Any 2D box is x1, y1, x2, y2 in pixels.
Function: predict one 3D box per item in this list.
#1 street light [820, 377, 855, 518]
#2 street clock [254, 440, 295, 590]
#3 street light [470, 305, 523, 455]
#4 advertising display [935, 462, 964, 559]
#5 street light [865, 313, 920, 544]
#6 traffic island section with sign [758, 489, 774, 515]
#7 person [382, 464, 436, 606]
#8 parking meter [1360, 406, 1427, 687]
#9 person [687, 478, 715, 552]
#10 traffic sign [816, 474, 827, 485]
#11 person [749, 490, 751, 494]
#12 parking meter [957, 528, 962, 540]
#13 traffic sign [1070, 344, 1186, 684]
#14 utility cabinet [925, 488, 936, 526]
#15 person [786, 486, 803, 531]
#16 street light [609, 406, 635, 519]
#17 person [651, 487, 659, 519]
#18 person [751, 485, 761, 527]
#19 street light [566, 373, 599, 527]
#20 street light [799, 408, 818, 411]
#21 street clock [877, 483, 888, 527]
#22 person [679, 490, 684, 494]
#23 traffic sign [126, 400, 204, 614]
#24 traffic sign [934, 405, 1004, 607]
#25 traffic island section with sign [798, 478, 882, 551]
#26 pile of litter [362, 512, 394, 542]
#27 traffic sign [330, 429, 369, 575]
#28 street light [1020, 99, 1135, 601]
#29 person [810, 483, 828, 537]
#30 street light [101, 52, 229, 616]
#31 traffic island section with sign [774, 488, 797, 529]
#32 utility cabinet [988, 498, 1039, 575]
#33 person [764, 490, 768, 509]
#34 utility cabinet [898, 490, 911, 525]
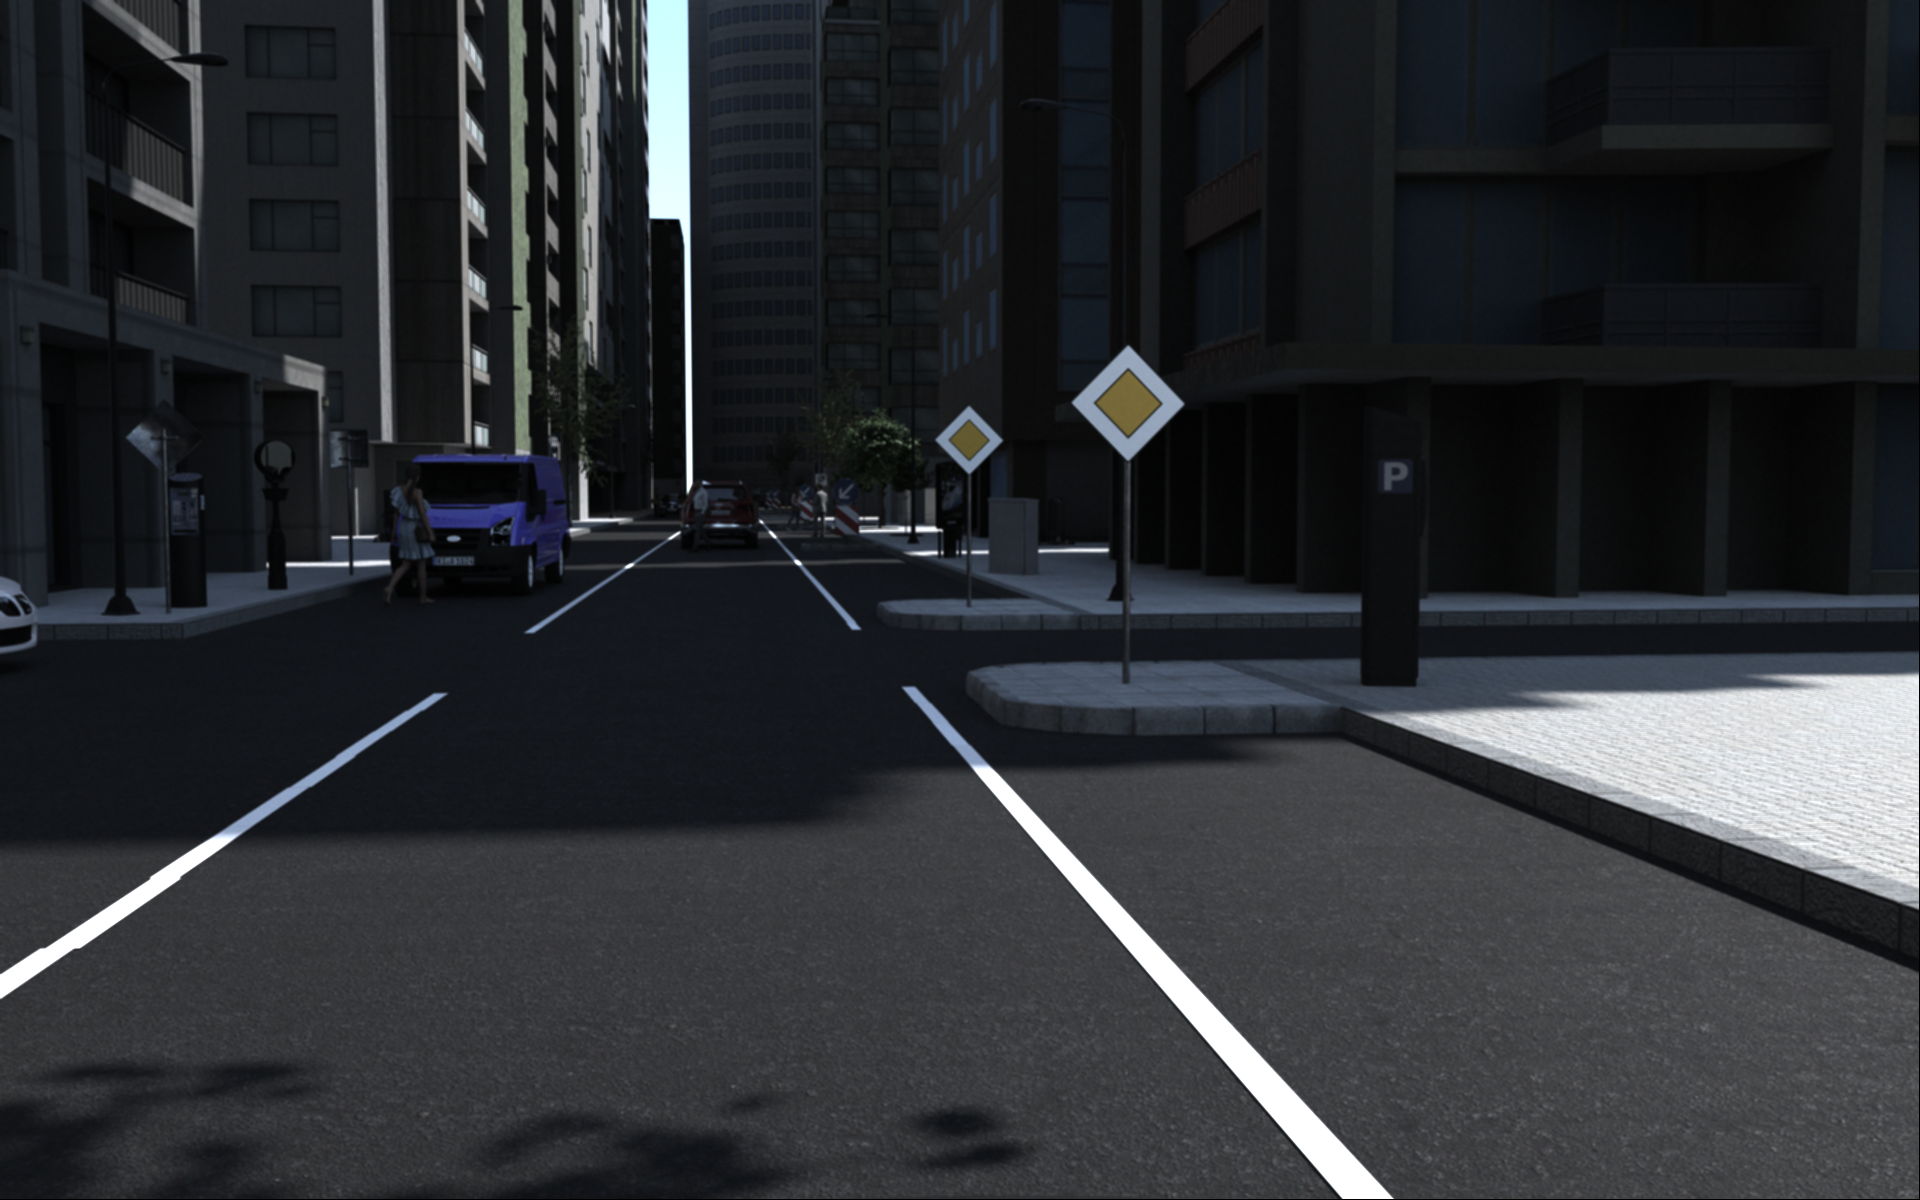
[{"bbox_3d":[-4.770,-5.898,68.980,1.470,5.913,1.316,0,4,-7],"label":"street light"},{"bbox_3d":[-9.182,-1.142,23.248,0.471,2.002,0.358,-3,5,-42],"label":"street clock"},{"bbox_3d":[-11.457,-4.291,42.698,1.470,5.913,1.316,0,4,-7],"label":"street light"},{"bbox_3d":[-0.202,-1.810,34.815,0.123,1.923,0.974,2,4,29],"label":"advertising display"},{"bbox_3d":[-1.750,-4.412,44.670,1.470,5.913,1.316,0,4,-7],"label":"street light"},{"bbox_3d":[-12.985,-6.887,121.222,1.989,1.847,2.006,0,4,-7],"label":"traffic island section with sign"},{"bbox_3d":[-7.031,-0.834,22.224,0.616,1.811,0.778,2,4,33],"label":"person"},{"bbox_3d":[2.907,-0.361,11.606,0.399,1.863,0.255,0,4,7],"label":"parking meter"},{"bbox_3d":[-6.440,-2.098,42.897,0.850,1.850,0.679,-3,5,-40],"label":"person"},{"bbox_3d":[-6.958,-5.185,86.898,0.606,2.300,0.079,0,4,-4],"label":"traffic sign"},{"bbox_3d":[-17.639,-8.380,146.068,0.434,1.755,0.990,2,4,34],"label":"person"},{"bbox_3d":[-0.124,-2.448,48.431,0.372,1.533,0.369,0,3,0],"label":"parking meter"},{"bbox_3d":[1.121,-0.491,11.663,0.795,2.450,0.064,0,4,-7],"label":"traffic sign"},{"bbox_3d":[-0.807,-3.671,68.694,1.173,1.500,0.318,0,4,-1],"label":"utility cabinet"},{"bbox_3d":[-6.458,-3.578,67.586,0.643,1.750,0.593,1,4,22],"label":"person"},{"bbox_3d":[-17.735,-7.236,90.853,1.470,5.913,1.316,0,4,-7],"label":"street light"},{"bbox_3d":[-17.548,-5.573,99.718,0.705,1.812,1.348,-1,4,-23],"label":"person"},{"bbox_3d":[-8.862,-4.105,75.422,0.447,1.846,0.655,-2,4,-26],"label":"person"},{"bbox_3d":[-14.543,-5.751,66.568,1.470,5.913,1.316,0,4,-7],"label":"street light"},{"bbox_3d":[-7.941,-7.384,93.272,1.470,5.913,1.316,0,4,-7],"label":"street light"},{"bbox_3d":[-3.071,-3.907,68.441,0.358,2.002,0.471,3,4,37],"label":"street clock"},{"bbox_3d":[-22.569,-8.057,140.674,0.683,1.767,0.568,-1,4,-17],"label":"person"},{"bbox_3d":[-8.477,-0.909,18.501,0.795,2.450,0.064,0,4,-7],"label":"traffic sign"},{"bbox_3d":[0.099,-0.975,19.583,0.795,2.450,0.064,0,4,-7],"label":"traffic sign"},{"bbox_3d":[-3.058,-2.182,44.309,1.989,1.847,2.006,0,4,-7],"label":"traffic island section with sign"},{"bbox_3d":[-15.140,-1.983,46.387,1.719,0.858,1.176,1,4,23],"label":"pile of litter"},{"bbox_3d":[-9.628,-1.542,27.338,0.606,2.300,0.079,0,4,-1],"label":"traffic sign"},{"bbox_3d":[1.397,-2.940,20.617,1.470,5.913,1.316,0,4,-7],"label":"street light"},{"bbox_3d":[-4.727,-2.997,57.701,0.583,1.804,0.606,2,4,34],"label":"person"},{"bbox_3d":[-8.401,-2.800,18.328,1.470,5.913,1.316,0,4,-7],"label":"street light"},{"bbox_3d":[-6.496,-3.818,71.045,1.989,1.847,2.006,0,4,-7],"label":"traffic island section with sign"},{"bbox_3d":[0.859,-1.015,27.759,0.306,1.237,1.020,-2,4,-33],"label":"utility cabinet"},{"bbox_3d":[-17.886,-9.287,160.297,0.705,1.831,1.348,1,4,13],"label":"person"},{"bbox_3d":[-2.269,-3.774,70.388,0.318,1.500,1.173,-1,4,-15],"label":"utility cabinet"}]
